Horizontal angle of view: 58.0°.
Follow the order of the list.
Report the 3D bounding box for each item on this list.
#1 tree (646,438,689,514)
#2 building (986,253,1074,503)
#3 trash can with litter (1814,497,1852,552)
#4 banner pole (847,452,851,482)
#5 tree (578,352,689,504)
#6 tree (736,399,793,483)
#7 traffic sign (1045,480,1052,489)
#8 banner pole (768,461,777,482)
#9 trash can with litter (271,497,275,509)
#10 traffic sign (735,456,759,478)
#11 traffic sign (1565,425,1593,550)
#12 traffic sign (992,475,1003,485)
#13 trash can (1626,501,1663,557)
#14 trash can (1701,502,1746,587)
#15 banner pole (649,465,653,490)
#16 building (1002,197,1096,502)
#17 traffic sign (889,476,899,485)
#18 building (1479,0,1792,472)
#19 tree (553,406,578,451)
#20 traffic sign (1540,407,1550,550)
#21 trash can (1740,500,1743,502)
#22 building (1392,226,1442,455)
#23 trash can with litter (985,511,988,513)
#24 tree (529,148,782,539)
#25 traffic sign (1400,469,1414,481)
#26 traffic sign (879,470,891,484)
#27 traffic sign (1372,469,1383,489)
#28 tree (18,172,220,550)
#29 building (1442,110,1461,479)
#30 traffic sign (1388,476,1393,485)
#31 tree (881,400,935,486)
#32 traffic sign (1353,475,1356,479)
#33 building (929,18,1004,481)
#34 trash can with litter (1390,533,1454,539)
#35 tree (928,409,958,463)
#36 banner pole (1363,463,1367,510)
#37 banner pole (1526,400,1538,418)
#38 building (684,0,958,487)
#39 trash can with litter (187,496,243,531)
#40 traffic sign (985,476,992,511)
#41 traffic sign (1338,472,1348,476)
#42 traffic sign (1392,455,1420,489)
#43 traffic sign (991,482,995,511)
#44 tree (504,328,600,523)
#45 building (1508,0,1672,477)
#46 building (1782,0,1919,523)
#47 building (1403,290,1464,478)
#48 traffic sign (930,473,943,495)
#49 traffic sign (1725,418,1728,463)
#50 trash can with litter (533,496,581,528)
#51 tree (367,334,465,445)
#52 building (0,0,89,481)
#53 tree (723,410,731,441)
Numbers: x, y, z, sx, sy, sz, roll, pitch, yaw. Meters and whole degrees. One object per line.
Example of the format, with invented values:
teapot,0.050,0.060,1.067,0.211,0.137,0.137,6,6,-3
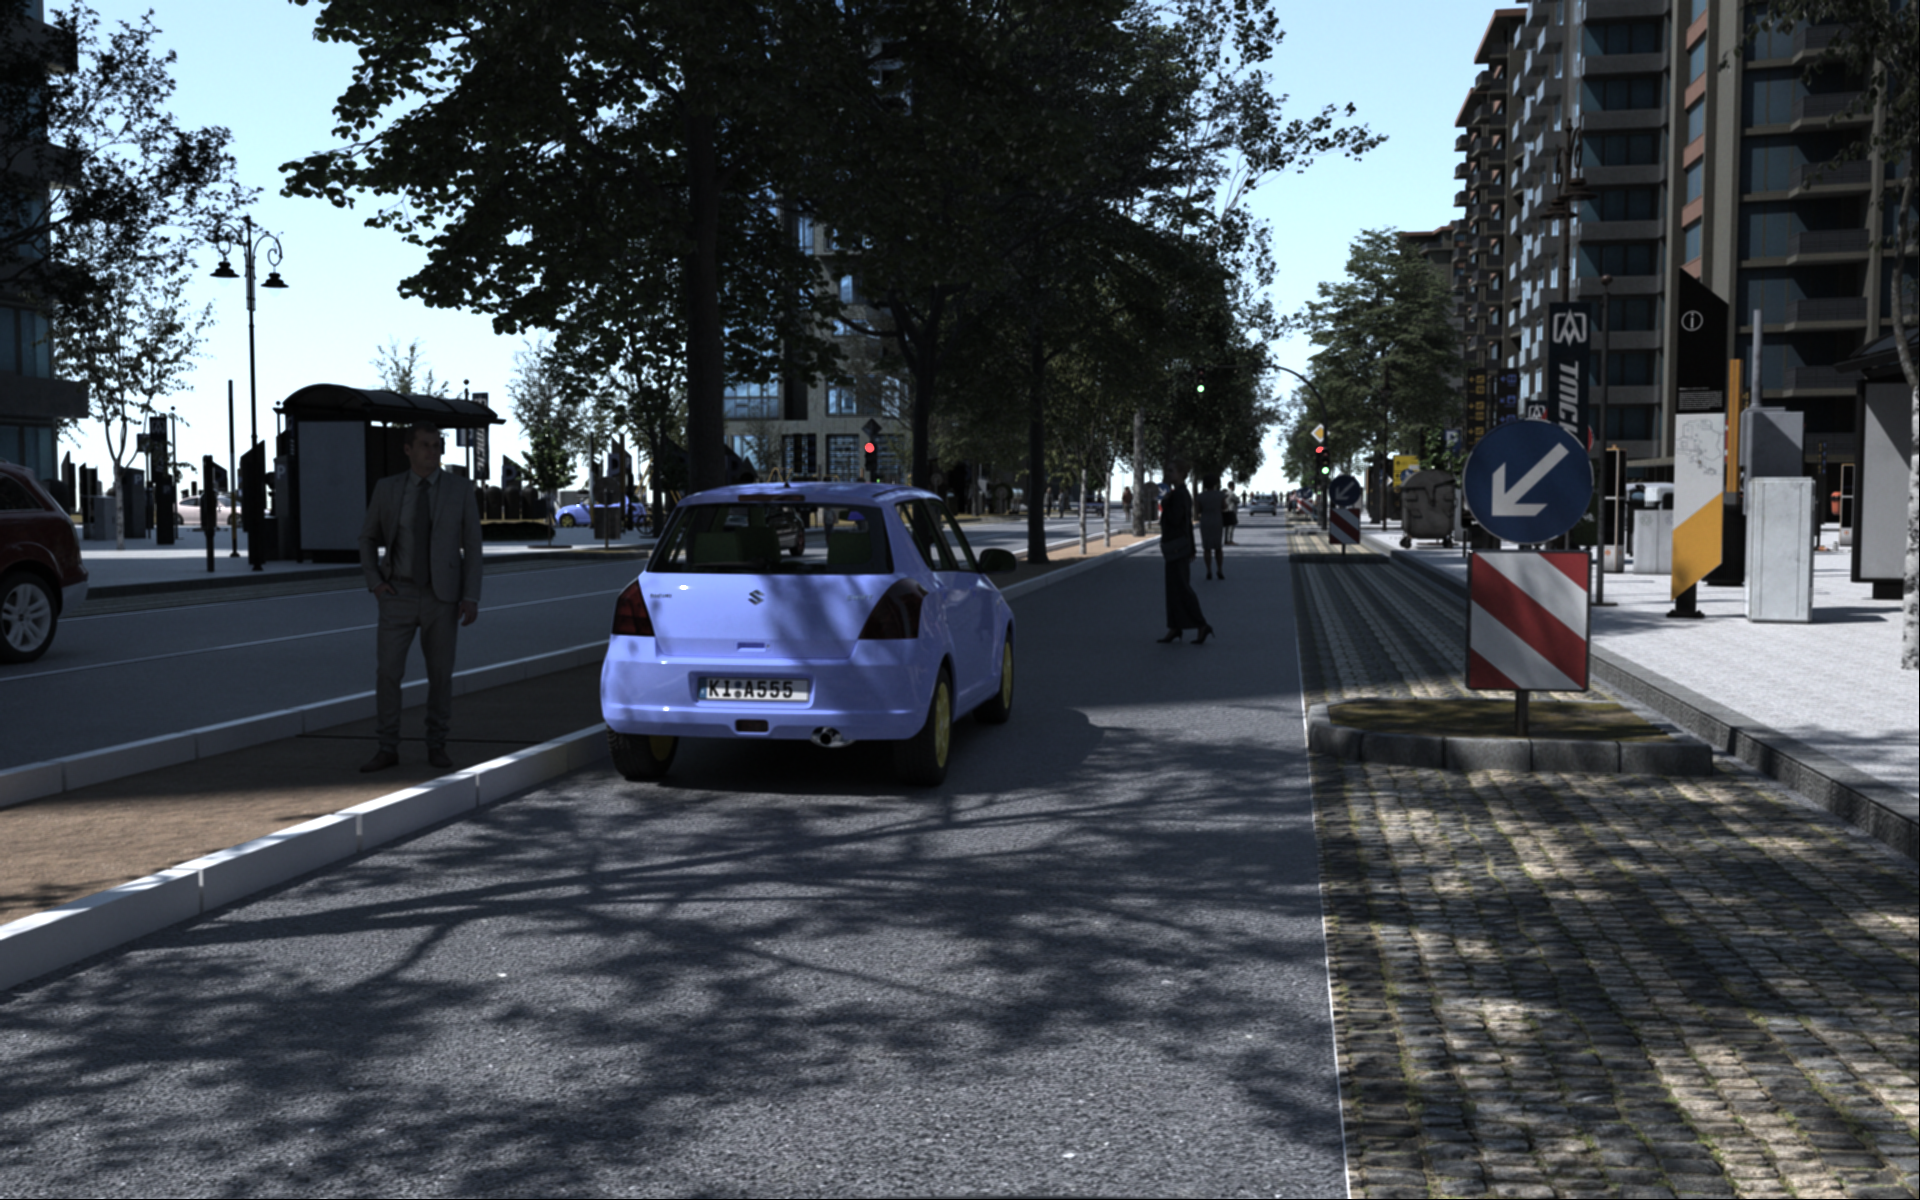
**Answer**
tree,-9.904,-3.912,58.562,1.663,3.219,1.824,0,3,0
building,0.240,-34.687,259.006,32.217,40.220,23.993,1,4,11
trash can with litter,19.314,-1.731,39.359,1.678,1.210,2.233,0,4,0
banner pole,-6.543,-6.856,102.116,0.401,3.779,0.863,1,4,9
tree,-15.984,-8.413,87.912,4.737,8.622,4.395,0,3,0
tree,-15.274,-11.304,135.176,4.360,8.622,3.978,0,3,0
traffic sign,6.526,-7.751,128.853,0.606,2.300,0.079,1,4,12
banner pole,-14.124,-8.570,130.131,0.863,3.779,0.401,-1,4,-13
trash can with litter,-26.808,-3.379,66.299,2.233,1.210,1.678,-3,5,-40
traffic sign,-7.221,-3.592,58.728,0.884,2.594,0.081,1,4,15
traffic sign,9.889,-1.720,28.220,0.768,2.556,0.104,1,4,13
traffic sign,2.431,-6.884,112.666,0.768,2.556,0.104,1,4,14
trash can,13.958,-1.454,35.427,0.748,1.137,0.748,0,3,0
trash can,10.691,-0.766,24.178,0.748,1.137,0.748,0,3,0
banner pole,-22.991,-8.560,129.972,0.401,3.779,0.863,3,5,44
building,10.315,-45.326,283.077,21.231,58.520,28.212,1,4,11
traffic sign,-3.661,-5.731,95.830,0.606,2.300,0.079,1,4,11
building,57.746,-30.607,155.050,22.147,44.769,28.867,1,4,11
tree,-20.799,-9.095,99.061,4.737,8.622,4.395,0,3,0
traffic sign,8.404,-1.512,24.718,0.884,2.594,0.081,1,4,12
trash can,19.904,-2.030,44.842,0.748,1.137,0.748,0,3,0
building,81.573,-38.243,279.902,22.147,44.769,28.867,1,4,11
trash can with litter,2.082,-6.531,117.836,1.678,1.210,2.233,-1,4,-15
tree,-8.830,-7.621,50.362,9.928,11.665,9.643,0,3,0
traffic sign,22.769,-5.382,88.094,0.768,2.556,0.104,1,4,18
traffic sign,-4.205,-5.789,94.661,0.884,2.594,0.081,1,4,15
traffic sign,21.393,-5.395,88.315,0.768,2.556,0.104,1,4,17
tree,-19.054,-5.431,39.161,4.360,8.622,3.978,0,3,0
building,63.969,-32.329,183.203,22.147,44.769,28.867,1,4,11
traffic sign,23.827,-5.858,96.960,0.795,2.450,0.064,1,4,15
tree,-3.609,-11.071,131.372,4.737,8.622,4.395,0,3,0
traffic sign,27.083,-7.294,119.254,0.884,2.594,0.081,1,4,16
building,-10.374,-37.062,195.206,28.713,52.752,27.495,1,4,11
trash can with litter,13.616,-2.359,49.620,2.233,1.210,1.678,3,5,41
tree,-1.494,-11.740,142.318,4.360,8.622,3.978,0,3,0
banner pole,32.904,-9.211,140.608,0.401,3.779,0.863,1,4,23
banner pole,13.681,-3.097,40.650,0.863,3.779,0.401,1,4,16
building,-11.983,-52.101,164.517,22.319,86.520,31.000,1,4,11
trash can with litter,-26.064,-3.016,60.374,1.678,1.210,2.233,0,4,-2
traffic sign,1.918,-7.466,122.073,0.884,2.594,0.081,1,4,15
traffic sign,21.790,-6.010,98.375,0.768,2.556,0.104,1,4,12
traffic sign,23.469,-5.838,89.327,2.265,3.308,0.079,1,4,14
traffic sign,2.514,-7.559,124.771,0.795,2.450,0.064,1,4,17
tree,-18.392,-7.783,77.620,4.360,8.622,3.978,0,3,0
building,51.476,-30.734,122.113,23.786,49.044,30.456,1,4,11
building,48.438,-26.234,83.553,28.867,44.769,22.147,1,4,11
building,73.467,-29.815,259.169,14.160,30.474,14.107,1,4,11
traffic sign,-1.456,-6.524,106.780,0.768,2.556,0.104,1,4,12
traffic sign,12.621,-1.759,28.861,0.768,2.556,0.104,1,4,17
trash can with litter,-15.556,-3.344,65.731,2.233,1.210,1.678,-1,4,-9
tree,-25.269,-7.932,80.049,4.737,8.622,4.395,0,3,0
building,-42.105,-26.021,45.057,30.456,49.044,23.786,1,4,11
tree,-15.486,-9.090,98.984,4.737,8.622,4.395,0,3,0
